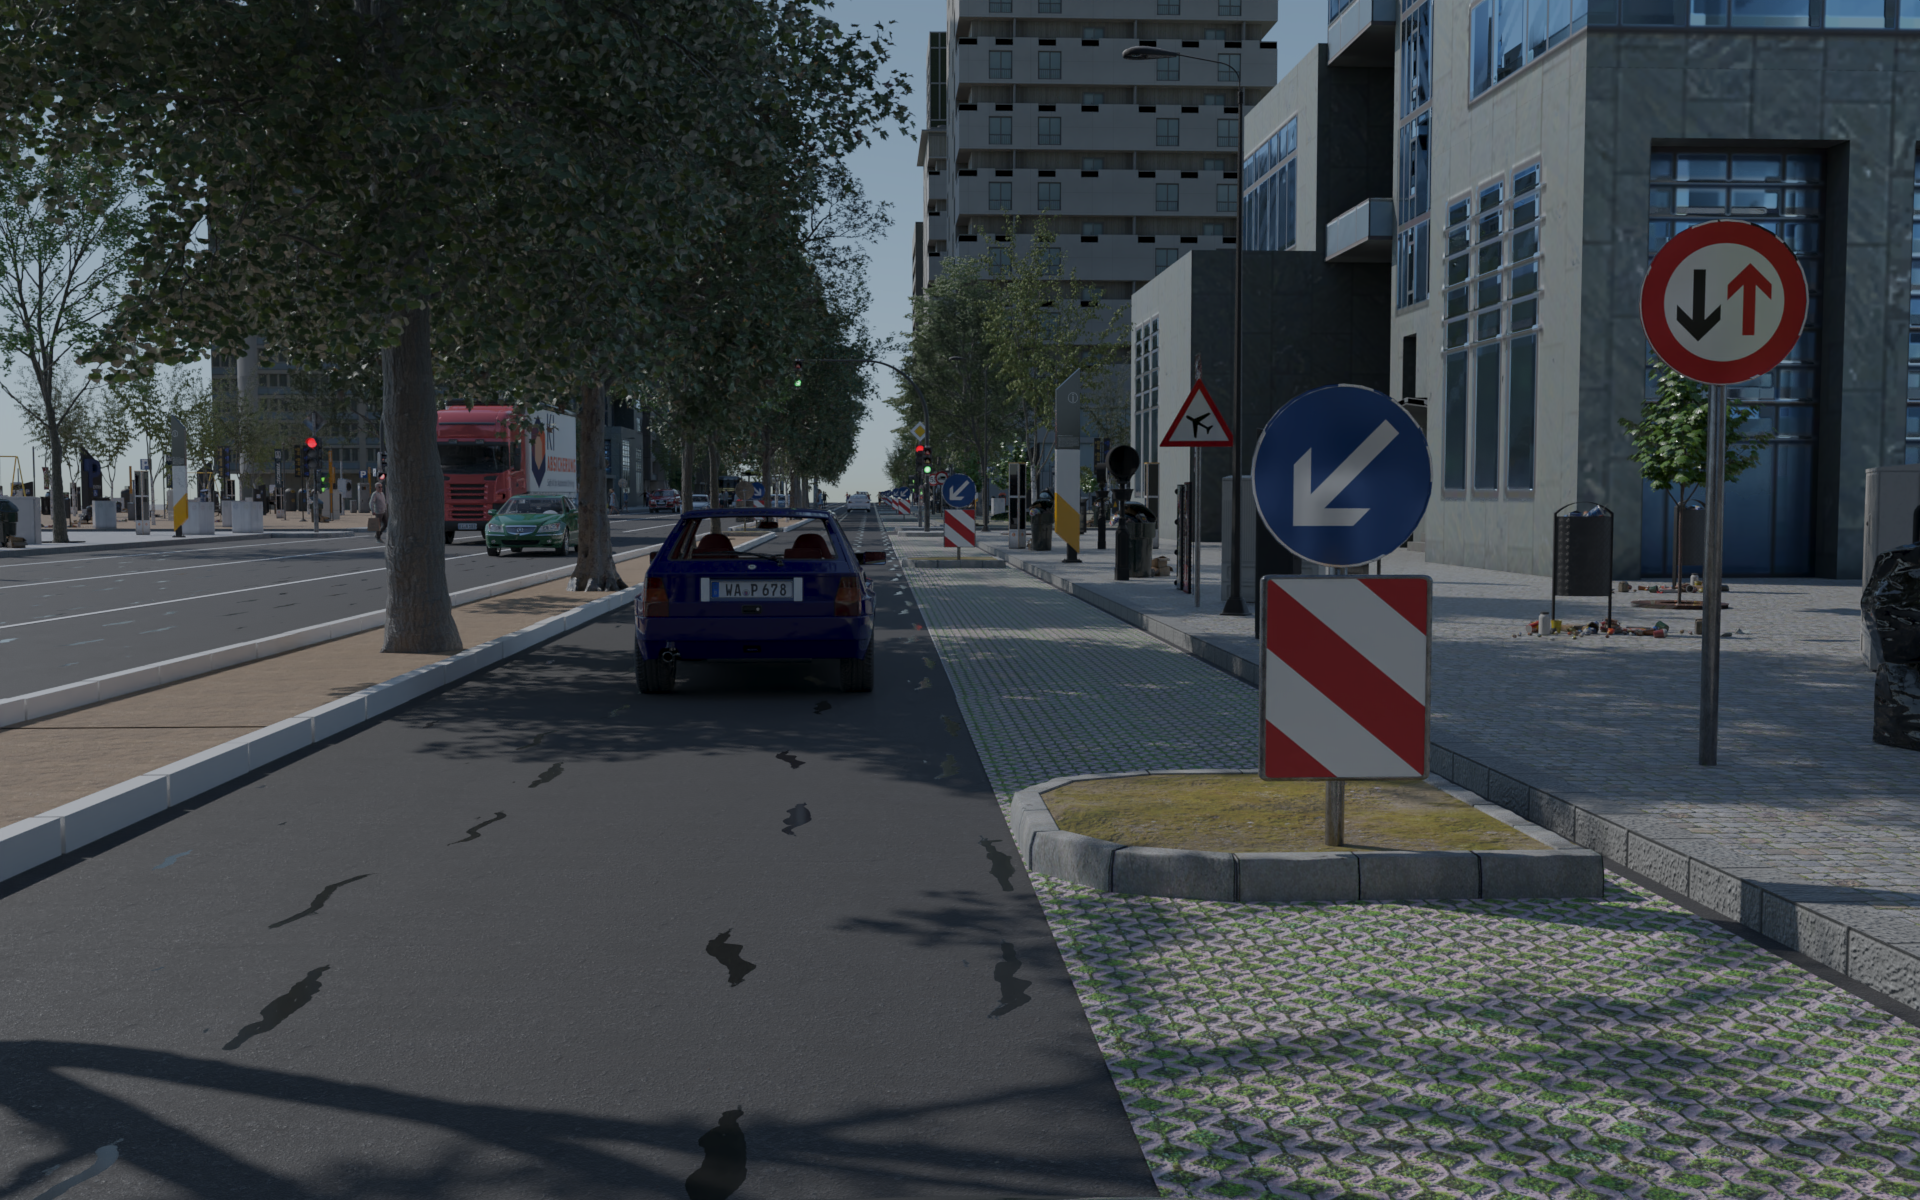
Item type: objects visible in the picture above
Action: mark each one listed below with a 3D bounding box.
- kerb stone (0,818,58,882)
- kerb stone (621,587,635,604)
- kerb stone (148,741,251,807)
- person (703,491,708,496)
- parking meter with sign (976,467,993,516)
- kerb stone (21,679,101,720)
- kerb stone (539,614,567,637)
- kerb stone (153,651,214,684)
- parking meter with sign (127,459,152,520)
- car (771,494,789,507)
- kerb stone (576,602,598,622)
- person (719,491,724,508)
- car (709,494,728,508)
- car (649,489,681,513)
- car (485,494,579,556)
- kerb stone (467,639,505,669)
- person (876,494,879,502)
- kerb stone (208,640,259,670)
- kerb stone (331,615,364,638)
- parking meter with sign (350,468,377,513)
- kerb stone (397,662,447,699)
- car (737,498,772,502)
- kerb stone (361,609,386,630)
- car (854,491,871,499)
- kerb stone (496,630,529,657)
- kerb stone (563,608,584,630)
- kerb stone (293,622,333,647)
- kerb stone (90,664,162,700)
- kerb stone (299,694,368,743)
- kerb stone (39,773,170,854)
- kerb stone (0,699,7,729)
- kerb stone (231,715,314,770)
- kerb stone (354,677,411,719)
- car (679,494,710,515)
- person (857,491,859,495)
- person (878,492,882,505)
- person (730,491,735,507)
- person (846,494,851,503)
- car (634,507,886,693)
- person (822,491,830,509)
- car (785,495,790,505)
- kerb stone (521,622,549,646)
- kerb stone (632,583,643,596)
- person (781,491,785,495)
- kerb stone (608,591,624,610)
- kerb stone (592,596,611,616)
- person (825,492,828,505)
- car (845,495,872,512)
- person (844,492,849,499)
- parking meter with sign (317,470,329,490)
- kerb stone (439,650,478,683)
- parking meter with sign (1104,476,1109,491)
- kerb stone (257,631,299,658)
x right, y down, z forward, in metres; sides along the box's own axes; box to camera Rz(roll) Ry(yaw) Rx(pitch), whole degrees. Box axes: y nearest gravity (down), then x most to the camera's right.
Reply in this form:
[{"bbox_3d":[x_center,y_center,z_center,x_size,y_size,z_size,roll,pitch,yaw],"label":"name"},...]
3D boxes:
[{"bbox_3d":[-3.603,0.968,6.372,0.120,0.150,1.000,0,4,-3],"label":"kerb stone"},{"bbox_3d":[-4.436,-0.035,22.774,0.120,0.150,1.000,0,4,-3],"label":"kerb stone"},{"bbox_3d":[-3.702,0.842,8.425,0.120,0.150,1.000,0,4,-3],"label":"kerb stone"},{"bbox_3d":[-26.579,-10.482,180.393,1.217,1.766,0.721,1,4,17],"label":"person"},{"bbox_3d":[1.380,-6.468,102.012,0.543,3.016,1.738,-1,4,-21],"label":"parking meter with sign"},{"bbox_3d":[-5.953,0.665,11.392,0.120,0.150,1.000,0,4,-3],"label":"kerb stone"},{"bbox_3d":[-4.184,0.278,17.650,0.120,0.150,1.000,0,4,-3],"label":"kerb stone"},{"bbox_3d":[-6.062,0.535,13.441,0.120,0.150,1.000,0,4,-3],"label":"kerb stone"},{"bbox_3d":[-40.278,-5.426,84.980,0.543,3.016,1.738,0,4,-1],"label":"parking meter with sign"},{"bbox_3d":[-14.621,-7.700,137.896,2.014,1.417,4.499,0,4,-2],"label":"car"},{"bbox_3d":[-4.284,0.153,19.698,0.120,0.150,1.000,0,4,-3],"label":"kerb stone"},{"bbox_3d":[-20.641,-8.600,149.903,1.217,1.735,0.721,-2,4,-33],"label":"person"},{"bbox_3d":[-23.051,-9.487,164.144,2.155,1.783,4.494,0,4,-2],"label":"car"},{"bbox_3d":[-22.814,-7.676,134.171,2.281,1.827,5.304,0,4,-2],"label":"car"},{"bbox_3d":[-10.123,-1.822,41.586,2.131,1.459,4.920,0,4,-4],"label":"car"},{"bbox_3d":[-4.021,0.466,14.575,0.120,0.150,1.000,0,4,-3],"label":"kerb stone"},{"bbox_3d":[-13.183,-16.678,281.279,1.348,1.812,0.705,3,5,44],"label":"person"},{"bbox_3d":[-6.117,0.473,14.464,0.120,0.150,1.000,0,4,-3],"label":"kerb stone"},{"bbox_3d":[-6.270,0.285,17.530,0.120,0.150,1.000,0,4,-3],"label":"kerb stone"},{"bbox_3d":[-40.185,-7.364,116.663,1.738,3.016,0.543,-3,5,-39],"label":"parking meter with sign"},{"bbox_3d":[-3.917,0.591,12.529,0.120,0.150,1.000,0,4,-3],"label":"kerb stone"},{"bbox_3d":[-12.452,-5.890,105.335,2.155,1.783,4.494,0,4,-2],"label":"car"},{"bbox_3d":[-6.326,0.222,18.566,0.120,0.150,1.000,0,4,-3],"label":"kerb stone"},{"bbox_3d":[-12.865,-13.456,228.672,2.281,1.827,5.304,0,4,-3],"label":"car"},{"bbox_3d":[-4.068,0.403,15.606,0.120,0.150,1.000,0,4,-3],"label":"kerb stone"},{"bbox_3d":[-4.225,0.220,18.672,0.120,0.150,1.000,0,4,-3],"label":"kerb stone"},{"bbox_3d":[-6.221,0.348,16.507,0.120,0.150,1.000,0,4,-3],"label":"kerb stone"},{"bbox_3d":[-6.006,0.598,12.416,0.120,0.150,1.000,0,4,-3],"label":"kerb stone"},{"bbox_3d":[-3.805,0.717,10.478,0.120,0.150,1.000,0,4,-3],"label":"kerb stone"},{"bbox_3d":[-3.649,0.905,7.393,0.120,0.150,1.000,0,4,-3],"label":"kerb stone"},{"bbox_3d":[-5.907,0.723,10.370,0.120,0.150,1.000,0,4,-3],"label":"kerb stone"},{"bbox_3d":[-3.761,0.782,9.451,0.120,0.150,1.000,0,4,-3],"label":"kerb stone"},{"bbox_3d":[-3.857,0.654,11.507,0.120,0.150,1.000,0,4,-3],"label":"kerb stone"},{"bbox_3d":[-15.859,-5.651,104.403,2.014,1.417,4.499,0,4,-5],"label":"car"},{"bbox_3d":[-11.696,-11.430,195.906,0.750,1.759,0.617,0,4,8],"label":"person"},{"bbox_3d":[-9.159,-11.644,199.670,0.721,1.735,1.217,1,4,14],"label":"person"},{"bbox_3d":[-22.799,-10.072,173.622,0.568,1.767,0.683,-1,4,-13],"label":"person"},{"bbox_3d":[-9.747,-8.578,151.981,0.421,1.427,0.697,-2,4,-23],"label":"person"},{"bbox_3d":[-1.553,-0.077,13.835,1.945,1.354,3.894,0,4,-4],"label":"car"},{"bbox_3d":[-13.164,-9.658,167.135,1.217,1.735,0.721,0,4,3],"label":"person"},{"bbox_3d":[-16.165,-9.162,162.155,2.083,1.381,4.827,0,4,-3],"label":"car"},{"bbox_3d":[-4.126,0.347,16.630,0.120,0.150,1.000,0,4,-3],"label":"kerb stone"},{"bbox_3d":[-4.488,-0.096,23.800,0.120,0.150,1.000,0,4,-3],"label":"kerb stone"},{"bbox_3d":[-22.380,-12.823,217.781,1.348,1.869,0.705,-1,4,-16],"label":"person"},{"bbox_3d":[-4.385,0.028,21.741,0.120,0.150,1.000,0,4,-3],"label":"kerb stone"},{"bbox_3d":[-4.339,0.090,20.719,0.120,0.150,1.000,0,4,-3],"label":"kerb stone"},{"bbox_3d":[-18.104,-13.672,232.550,1.217,1.766,0.721,-3,5,-44],"label":"person"},{"bbox_3d":[-8.040,-7.645,137.358,2.083,1.381,4.827,0,4,-4],"label":"car"},{"bbox_3d":[-19.276,-17.531,295.068,0.705,1.831,1.348,-3,4,-38],"label":"person"},{"bbox_3d":[-44.892,-7.704,122.218,1.738,3.016,0.543,3,5,41],"label":"parking meter with sign"},{"bbox_3d":[-3.963,0.535,13.550,0.120,0.150,1.000,0,4,-3],"label":"kerb stone"},{"bbox_3d":[10.157,-7.708,122.291,0.543,3.016,1.738,0,3,0],"label":"parking meter with sign"},{"bbox_3d":[-6.160,0.413,15.487,0.120,0.150,1.000,0,4,-3],"label":"kerb stone"}]
